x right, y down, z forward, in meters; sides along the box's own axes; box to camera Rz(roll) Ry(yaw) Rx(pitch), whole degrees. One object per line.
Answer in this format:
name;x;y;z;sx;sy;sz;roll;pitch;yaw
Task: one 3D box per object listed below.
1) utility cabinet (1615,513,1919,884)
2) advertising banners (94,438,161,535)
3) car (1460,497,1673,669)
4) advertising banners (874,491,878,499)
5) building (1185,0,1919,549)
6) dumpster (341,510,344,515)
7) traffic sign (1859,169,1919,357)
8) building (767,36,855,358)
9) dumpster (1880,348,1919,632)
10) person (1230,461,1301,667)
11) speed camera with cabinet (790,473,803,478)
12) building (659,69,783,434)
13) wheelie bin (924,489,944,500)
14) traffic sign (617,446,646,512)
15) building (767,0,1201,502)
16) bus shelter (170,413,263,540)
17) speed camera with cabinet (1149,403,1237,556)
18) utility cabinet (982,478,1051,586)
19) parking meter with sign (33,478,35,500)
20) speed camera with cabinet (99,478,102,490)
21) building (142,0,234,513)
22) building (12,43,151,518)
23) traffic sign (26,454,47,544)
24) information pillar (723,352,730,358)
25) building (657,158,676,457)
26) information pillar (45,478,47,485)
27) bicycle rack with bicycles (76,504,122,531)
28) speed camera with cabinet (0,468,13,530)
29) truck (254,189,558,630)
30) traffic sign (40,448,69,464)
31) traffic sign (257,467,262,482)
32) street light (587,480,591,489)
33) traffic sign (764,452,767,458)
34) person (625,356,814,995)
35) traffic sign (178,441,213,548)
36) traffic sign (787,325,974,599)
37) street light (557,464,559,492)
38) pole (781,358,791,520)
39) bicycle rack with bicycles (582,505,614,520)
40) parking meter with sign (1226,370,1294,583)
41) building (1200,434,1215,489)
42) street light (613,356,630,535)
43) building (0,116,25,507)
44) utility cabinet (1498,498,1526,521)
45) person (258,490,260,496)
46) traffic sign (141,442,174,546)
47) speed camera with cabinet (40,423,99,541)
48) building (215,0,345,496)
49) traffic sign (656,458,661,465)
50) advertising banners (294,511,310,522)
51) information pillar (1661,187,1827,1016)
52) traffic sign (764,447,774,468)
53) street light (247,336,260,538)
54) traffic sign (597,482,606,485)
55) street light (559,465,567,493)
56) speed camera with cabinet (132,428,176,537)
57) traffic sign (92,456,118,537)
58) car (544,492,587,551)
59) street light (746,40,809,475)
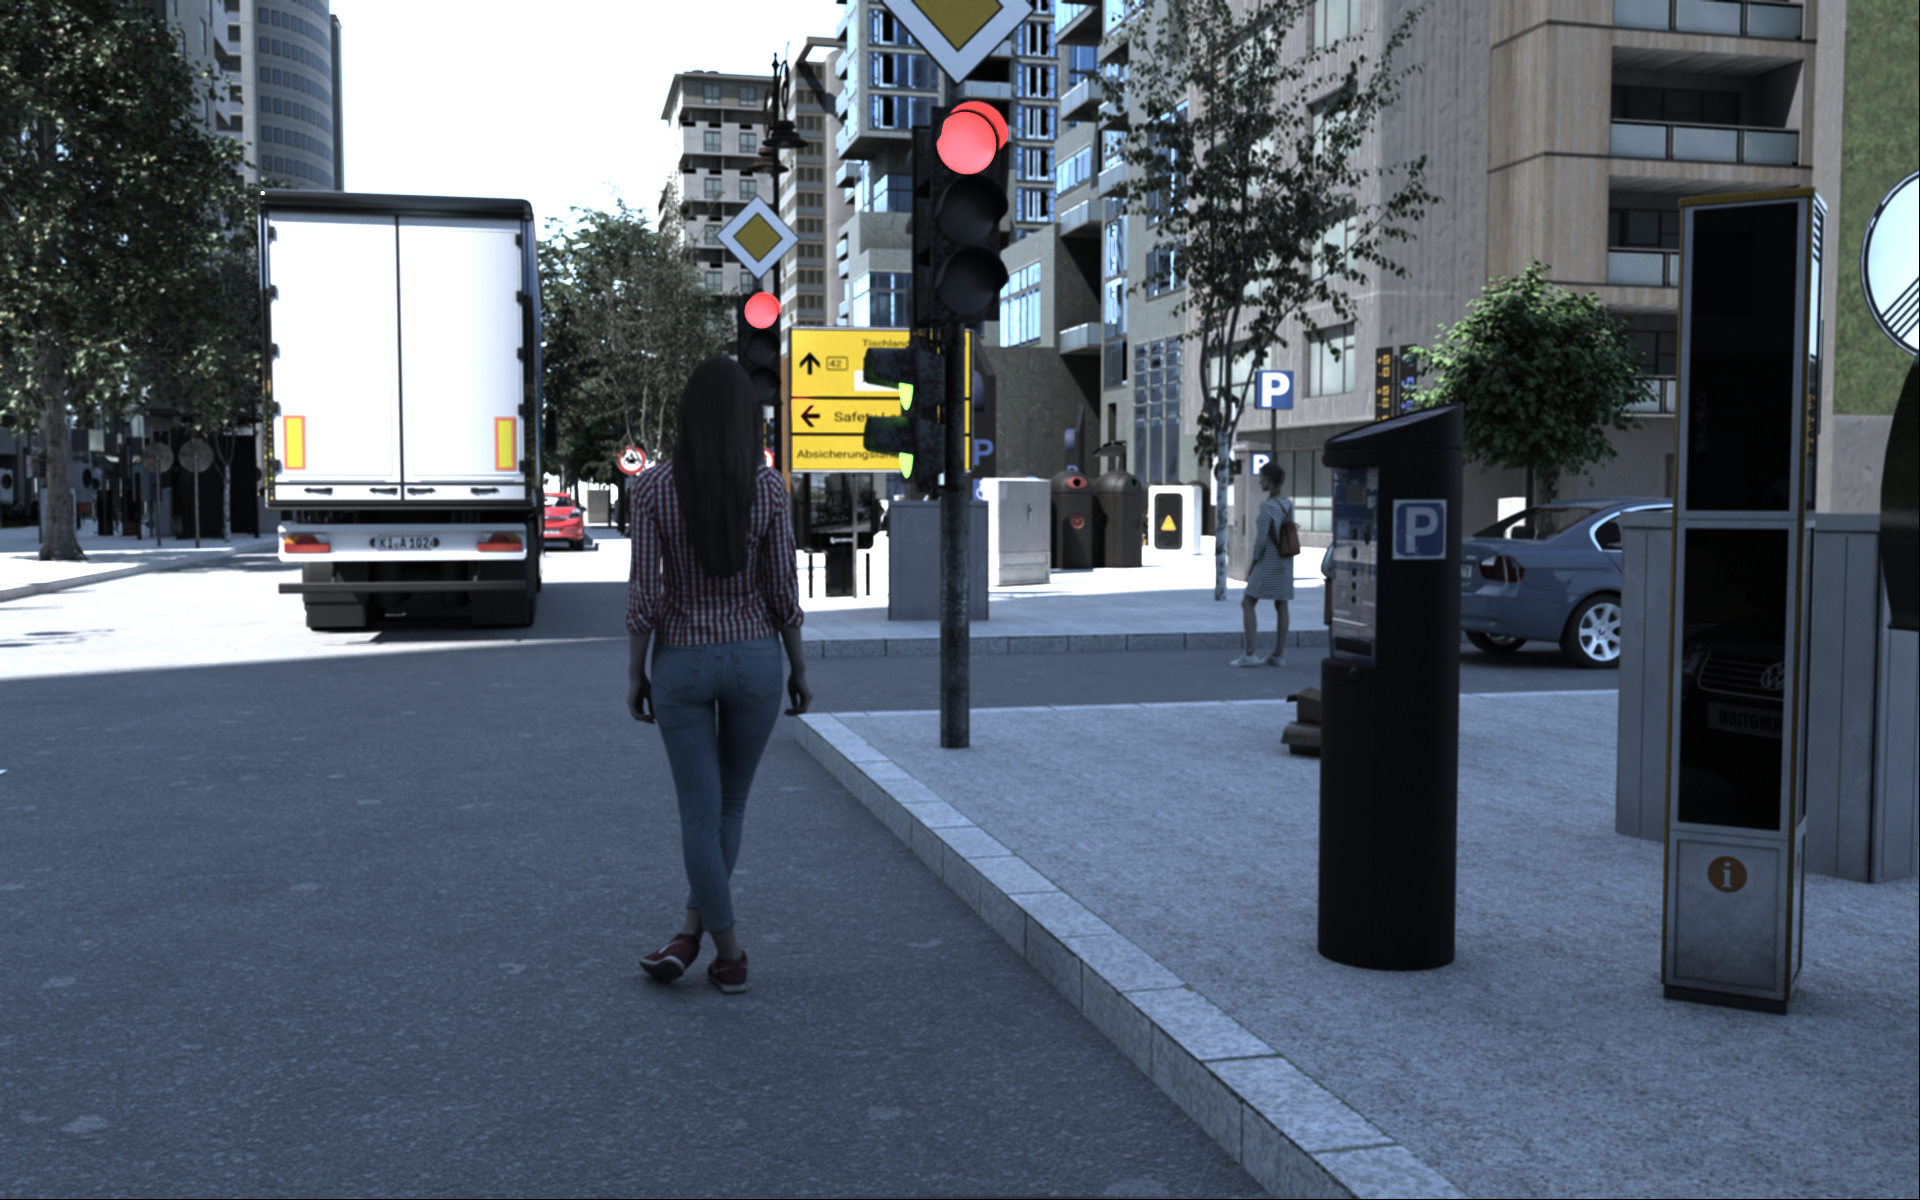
utility cabinet;2.859;0.306;6.162;0.306;1.237;1.020;-2;4;-31
advertising banners;-25.754;-3.514;53.640;2.074;3.025;0.090;0;4;-3
car;6.275;-0.198;15.246;4.499;1.417;2.014;-1;4;-14
advertising banners;-4.233;-4.345;67.230;2.074;3.025;0.090;0;4;-5
building;14.302;-21.813;40.231;14.086;41.232;14.154;-1;4;-14
dumpster;-29.886;-4.910;82.765;1.502;2.255;1.985;-1;4;-14
traffic sign;3.817;-0.408;6.773;0.768;2.556;0.104;0;4;-8
building;-2.235;-27.712;144.973;32.217;40.220;23.993;-1;4;-14
dumpster;2.957;-0.034;3.050;1.502;2.255;1.985;-1;4;-14
person;2.596;-0.300;14.410;0.522;1.701;0.512;3;5;41
speed camera with cabinet;-5.993;-4.275;64.240;0.660;3.252;2.038;0;4;2
building;-21.769;-38.333;215.977;28.713;52.752;27.495;-1;4;-14
wheelie bin;-0.725;-3.052;57.807;0.980;1.594;0.693;0;4;-1
traffic sign;-8.618;-2.776;45.497;0.768;2.556;0.104;-1;4;-9
building;-0.031;-49.124;115.852;22.319;86.520;31.000;-1;4;-14
bus shelter;-22.062;-3.703;51.823;1.731;3.624;6.357;-1;4;-14
speed camera with cabinet;4.942;-2.534;35.768;2.038;3.252;0.660;2;4;29
utility cabinet;0.809;-0.955;24.285;0.318;1.500;1.173;3;5;40
parking meter with sign;-40.544;-4.974;77.586;1.738;3.016;0.543;-1;4;-23
speed camera with cabinet;-39.166;-5.035;76.659;2.038;3.252;0.660;-3;5;-45
building;-67.692;-32.614;122.478;28.713;52.752;27.495;-1;4;-14
building;-58.535;-29.079;95.049;23.786;49.044;30.456;-1;4;-14
traffic sign;-23.666;-2.593;44.520;0.606;2.300;0.079;0;4;-6
information pillar;-3.765;-2.275;28.543;0.183;3.616;0.504;-2;4;-31
building;-30.140;-37.651;239.291;21.300;48.544;21.600;-1;4;-14
information pillar;-27.331;-2.916;52.171;0.304;2.012;0.304;-3;4;-39
bicycle rack with bicycles;-30.672;-2.910;60.965;2.852;0.926;2.925;-1;4;-15
speed camera with cabinet;-34.363;-4.087;61.160;0.660;3.252;2.038;0;4;7
truck;-6.487;-2.002;21.644;2.839;4.237;11.283;-1;4;-13
traffic sign;-24.208;-2.824;46.281;0.768;2.556;0.104;0;4;-6
traffic sign;-31.895;-4.775;78.176;0.768;2.556;0.104;0;4;-4
street light;-19.729;-7.270;91.655;0.468;5.910;1.993;-1;4;-14
traffic sign;-3.311;-1.576;25.771;0.884;2.594;0.081;-1;4;-11
person;-0.688;0.214;5.012;0.555;1.821;0.388;-2;4;-26
traffic sign;-18.006;-2.491;40.834;0.768;2.556;0.104;-1;4;-11
traffic sign;-0.960;-1.667;21.121;2.265;3.308;0.079;0;4;-7
street light;-48.308;-14.457;209.151;0.468;5.910;1.993;-1;4;-14
pole;-2.654;-1.972;26.079;0.158;3.312;0.155;0;3;0
bicycle rack with bicycles;-17.013;-4.336;84.281;2.925;0.926;2.852;-3;4;-37
parking meter with sign;4.312;-1.778;25.324;0.543;3.016;1.738;-1;4;-8
building;12.929;-46.363;70.713;22.319;86.520;31.000;-1;4;-14
street light;-10.481;-4.948;53.688;0.468;5.910;1.993;-1;4;-14
building;-49.603;-26.877;63.143;21.300;48.544;21.600;-1;4;-14
utility cabinet;9.603;-1.162;30.160;0.306;1.237;1.020;0;4;6
person;-65.842;-9.426;162.625;0.705;1.823;1.348;-2;4;-30
traffic sign;-19.673;-2.591;42.473;0.768;2.556;0.104;0;4;-4
speed camera with cabinet;-24.714;-3.275;47.881;0.660;3.252;2.038;0;4;-3
building;-79.682;-39.606;189.564;21.231;58.520;28.212;-1;4;-14
traffic sign;-10.963;-3.854;63.013;0.884;2.594;0.081;-1;4;-12
advertising banners;-29.374;-4.938;76.919;0.090;3.025;2.074;-3;5;-42
information pillar;1.983;0.006;4.389;0.304;2.012;0.304;2;4;31
traffic sign;-5.313;-2.836;46.474;0.768;2.556;0.104;0;4;-4
street light;-20.603;-4.757;50.571;0.468;5.910;1.993;-1;4;-14
traffic sign;-17.691;-5.254;85.900;0.884;2.594;0.081;-1;4;-10
street light;-39.574;-12.270;173.396;0.468;5.910;1.993;-1;4;-14
speed camera with cabinet;-24.175;-3.547;52.335;0.660;3.252;2.038;0;4;6
traffic sign;-25.816;-3.125;52.280;0.795;2.450;0.064;-1;4;-13
car;-10.722;-2.185;44.761;2.155;1.783;4.494;-1;4;-15
street light;-1.928;-2.782;18.274;0.468;5.910;1.993;-1;4;-14
